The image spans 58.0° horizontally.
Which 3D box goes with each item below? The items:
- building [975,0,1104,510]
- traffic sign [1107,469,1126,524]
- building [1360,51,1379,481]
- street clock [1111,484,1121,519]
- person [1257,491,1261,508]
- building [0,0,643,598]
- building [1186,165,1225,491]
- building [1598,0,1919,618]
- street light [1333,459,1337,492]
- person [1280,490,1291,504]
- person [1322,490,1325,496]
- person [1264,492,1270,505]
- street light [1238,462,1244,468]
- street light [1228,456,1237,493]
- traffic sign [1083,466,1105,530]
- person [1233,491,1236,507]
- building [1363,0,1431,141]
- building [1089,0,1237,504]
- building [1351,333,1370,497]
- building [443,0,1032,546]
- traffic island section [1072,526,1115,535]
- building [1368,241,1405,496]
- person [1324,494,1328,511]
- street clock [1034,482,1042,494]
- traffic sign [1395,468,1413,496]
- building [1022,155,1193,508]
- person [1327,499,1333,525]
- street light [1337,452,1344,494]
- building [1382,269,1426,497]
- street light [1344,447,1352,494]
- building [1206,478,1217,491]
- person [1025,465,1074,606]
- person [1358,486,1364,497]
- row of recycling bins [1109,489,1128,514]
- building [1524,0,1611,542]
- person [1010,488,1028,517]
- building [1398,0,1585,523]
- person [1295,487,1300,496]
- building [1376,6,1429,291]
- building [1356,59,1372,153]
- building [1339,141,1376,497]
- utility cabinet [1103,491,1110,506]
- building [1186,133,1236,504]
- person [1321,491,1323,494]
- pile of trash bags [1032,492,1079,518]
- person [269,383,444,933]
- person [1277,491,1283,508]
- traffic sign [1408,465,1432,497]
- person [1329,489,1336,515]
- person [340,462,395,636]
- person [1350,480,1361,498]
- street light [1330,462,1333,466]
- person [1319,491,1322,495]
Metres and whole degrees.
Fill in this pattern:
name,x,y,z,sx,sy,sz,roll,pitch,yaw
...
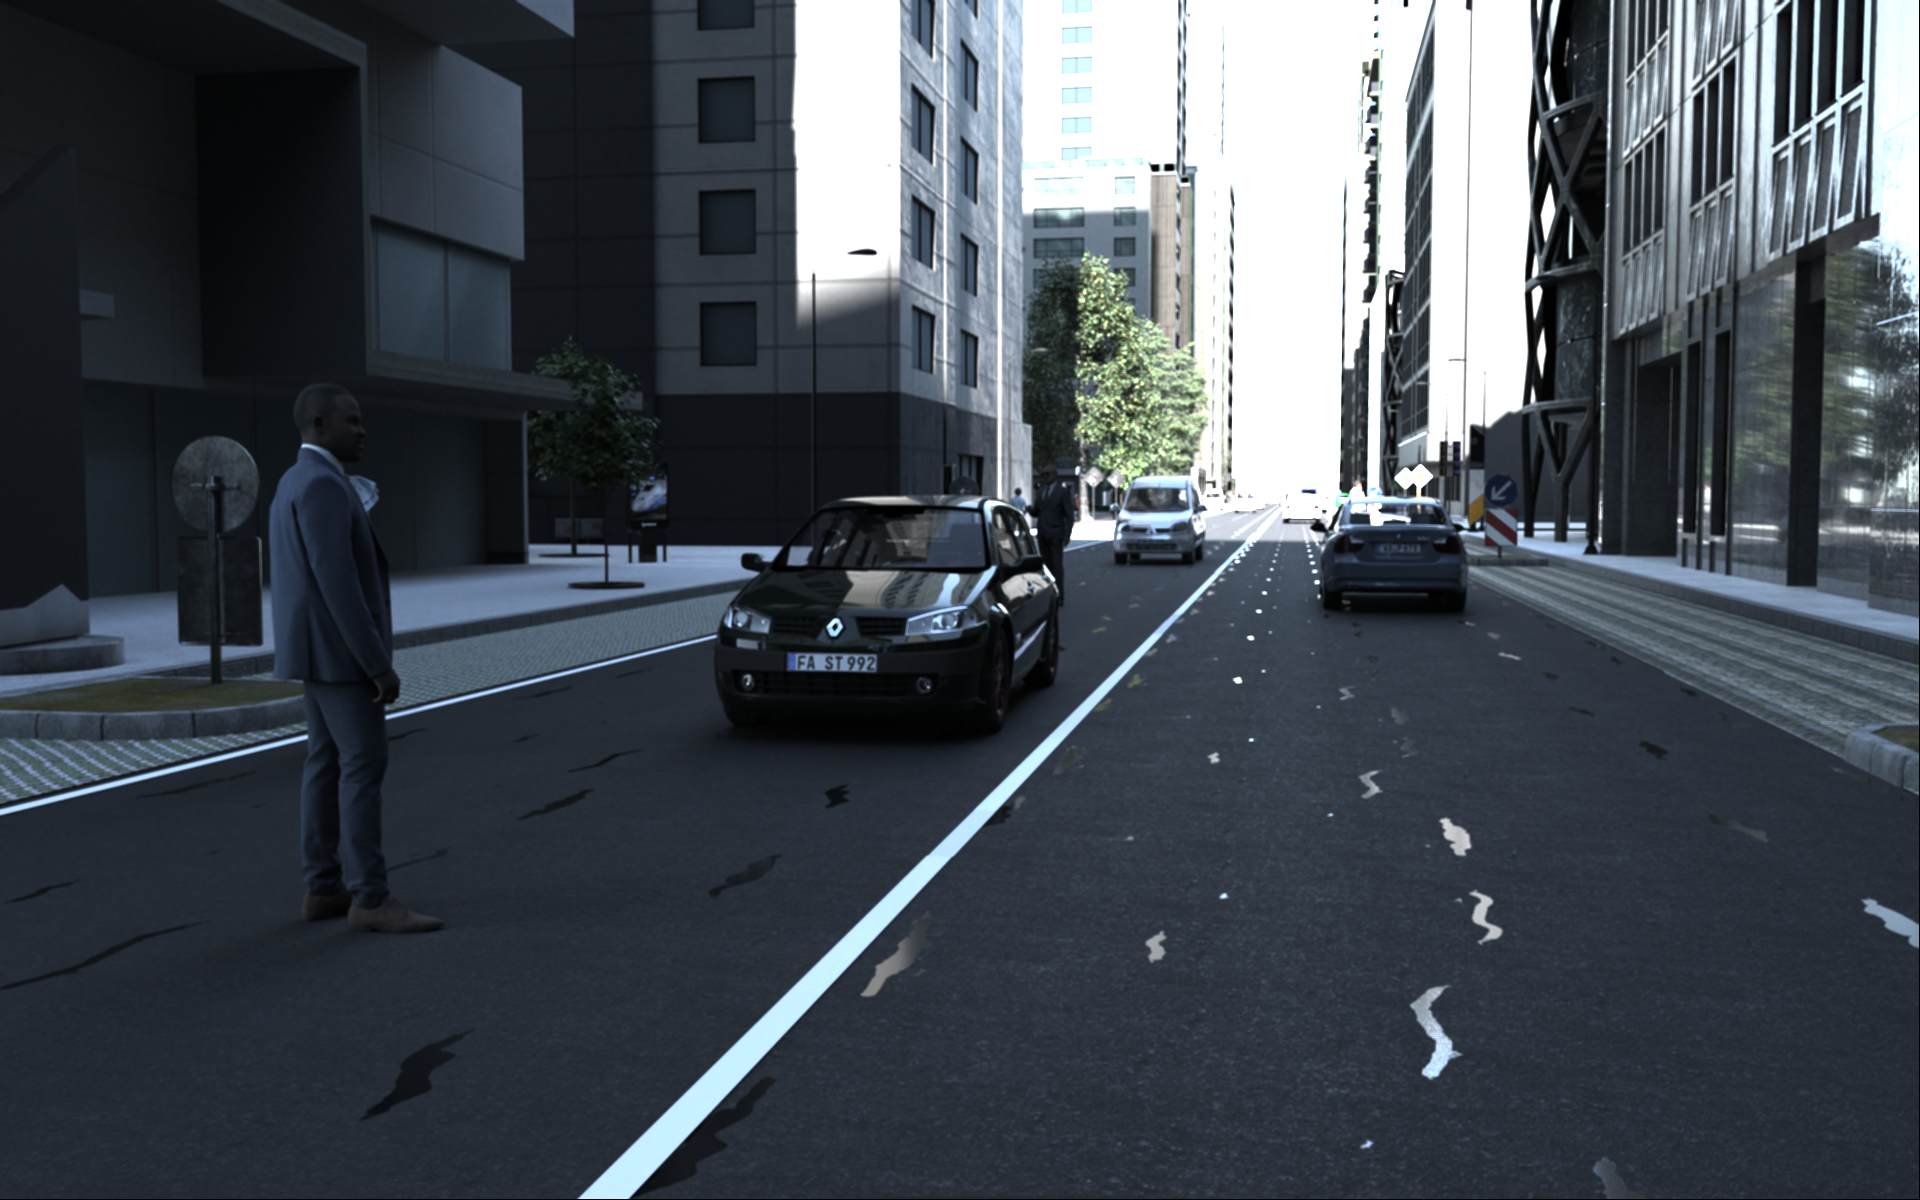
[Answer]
name,x,y,z,sx,sy,sz,roll,pitch,yaw
building,13.674,-44.646,168.208,20.563,71.187,20.611,1,4,11
traffic sign,6.270,-4.026,69.461,0.795,2.450,0.064,1,4,11
building,50.778,-31.457,168.941,22.147,44.769,28.867,1,4,11
street clock,7.921,-5.098,87.915,0.358,2.002,0.471,-2,4,-35
person,30.796,-10.377,178.879,0.721,1.743,1.217,-1,4,-19
building,-21.418,-26.280,18.912,28.713,52.752,27.495,1,4,11
building,24.622,-32.214,210.285,14.154,41.232,14.086,1,4,11
building,17.592,-12.672,25.211,12.078,24.808,19.932,1,4,11
street light,47.629,-14.887,215.941,1.470,5.913,1.316,1,4,11
person,32.972,-10.167,174.758,1.348,1.821,0.705,1,4,22
person,33.835,-9.352,161.391,0.705,1.826,1.348,0,4,-5
person,40.467,-13.406,228.237,0.990,1.755,0.434,3,5,43
street light,43.922,-18.289,271.557,1.470,5.913,1.316,1,4,11
street light,35.197,-15.524,226.354,1.470,5.913,1.316,1,4,11
traffic sign,4.754,-3.546,61.620,0.795,2.450,0.064,1,4,11
person,30.388,-11.193,191.520,0.705,1.822,1.348,1,4,16
building,68.944,-57.780,257.369,22.319,86.520,31.000,1,4,11
building,31.026,-50.133,257.928,20.563,71.187,20.611,1,4,11
building,59.343,-21.549,197.362,27.650,21.520,28.899,1,4,11
building,-9.492,-37.521,51.715,20.611,71.187,20.563,1,4,11
traffic island section,4.729,-2.410,61.686,2.009,0.180,2.903,1,4,11
building,36.711,-16.906,131.160,10.420,20.320,16.860,1,4,11
person,31.857,-8.488,150.499,0.599,1.433,0.991,3,4,36
street clock,4.872,-6.342,108.255,0.471,2.002,0.358,3,4,39
traffic sign,17.306,-3.894,67.314,0.795,2.450,0.064,1,4,11
building,12.872,-23.244,151.742,14.160,30.474,14.107,1,4,11
person,17.029,-4.030,79.402,0.382,1.210,0.505,-1,4,-12
street light,43.004,-13.453,192.492,1.470,5.913,1.316,1,4,11
building,36.502,-15.088,114.133,16.820,18.784,16.811,1,4,11
street light,38.758,-12.077,170.004,1.470,5.913,1.316,1,4,11
building,12.311,-30.643,192.900,32.217,40.220,23.993,1,4,11
person,1.129,-0.830,22.240,0.661,1.801,0.590,3,4,39
person,15.723,-3.635,68.197,0.793,1.790,0.793,0,4,7
row of recycling bins,11.343,-6.430,112.238,3.534,1.692,1.069,2,4,26
building,24.534,-11.068,48.421,16.820,18.784,16.811,1,4,11
person,1.612,-2.321,48.255,0.589,1.601,0.330,1,4,10
building,30.570,-18.046,88.563,14.314,27.812,24.014,1,4,11
person,18.916,-5.387,96.679,0.767,1.812,0.694,0,4,-2
building,42.867,-28.449,148.741,14.154,41.232,14.086,1,4,11
building,73.054,-51.684,283.278,20.563,71.187,20.611,1,4,11
building,62.280,-37.226,232.341,21.300,48.544,21.600,1,4,11
utility cabinet,11.958,-8.002,139.507,0.318,1.500,1.173,3,4,39
building,26.477,-37.539,237.463,21.300,48.544,21.600,1,4,11
person,43.044,-12.068,206.345,0.617,1.759,0.750,3,4,37
pile of trash bags,5.492,-5.141,93.800,1.912,1.369,3.447,-3,5,-45
person,-2.082,0.177,5.791,0.419,1.800,0.721,-3,5,-40
person,32.921,-10.343,178.411,0.742,1.727,0.445,2,4,25
traffic sign,15.791,-3.415,59.474,0.795,2.450,0.064,1,4,11
person,25.472,-6.720,118.545,0.466,1.800,0.511,-1,4,-18
person,-3.408,-0.048,9.385,0.616,1.811,0.778,-3,4,-38
person,11.719,-2.657,51.783,0.795,1.843,0.661,1,4,14
street light,49.961,-15.693,229.113,1.470,5.913,1.316,1,4,11
person,40.715,-11.430,196.054,0.621,1.740,0.551,2,4,35
